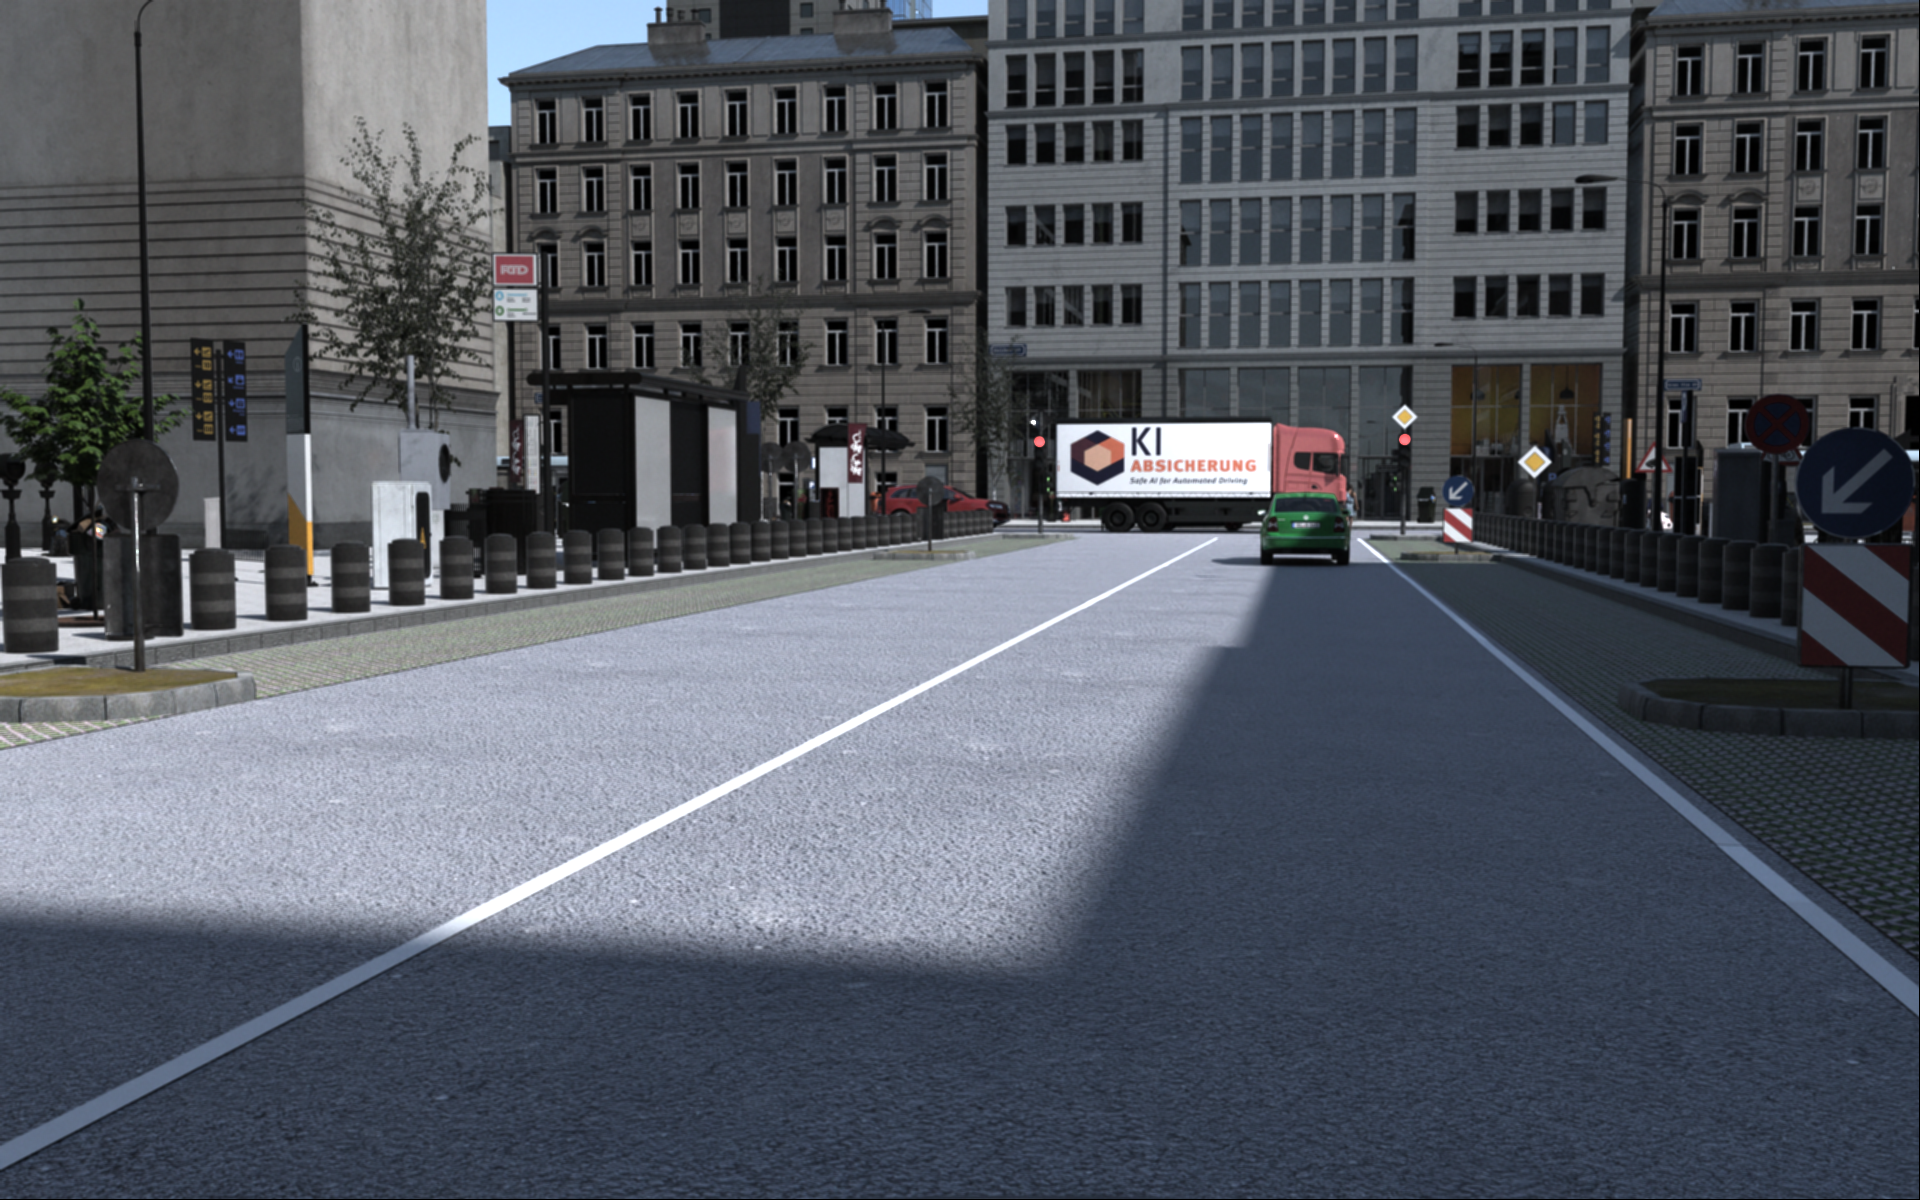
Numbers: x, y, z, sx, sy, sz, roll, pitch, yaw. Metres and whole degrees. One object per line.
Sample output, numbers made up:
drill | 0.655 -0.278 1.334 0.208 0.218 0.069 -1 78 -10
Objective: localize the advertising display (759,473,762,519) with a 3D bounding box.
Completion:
advertising display | -5.795 -2.520 46.418 0.974 1.923 0.123 1 4 12

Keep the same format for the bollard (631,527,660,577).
bollard | -4.992 -0.757 27.097 0.404 0.777 0.398 0 3 0

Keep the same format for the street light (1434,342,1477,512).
street light | 15.210 -4.925 53.071 1.470 5.913 1.316 1 4 11

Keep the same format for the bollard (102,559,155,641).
bollard | -7.334 -0.034 15.279 0.404 0.777 0.398 0 3 0

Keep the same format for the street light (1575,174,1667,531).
street light | 9.624 -3.221 25.210 1.470 5.913 1.316 1 4 11

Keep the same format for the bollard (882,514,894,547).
bollard | -1.929 -1.700 42.516 0.404 0.777 0.398 0 3 0

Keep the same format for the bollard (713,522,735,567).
bollard | -4.280 -0.975 30.656 0.404 0.777 0.398 0 3 0

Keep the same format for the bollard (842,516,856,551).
bollard | -2.633 -1.483 38.965 0.404 0.777 0.398 0 3 0

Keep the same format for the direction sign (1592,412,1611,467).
direction sign | 17.707 -3.417 47.865 0.876 3.537 0.379 -3 5 -40

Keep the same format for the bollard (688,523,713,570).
bollard | -4.515 -0.903 29.476 0.404 0.777 0.398 0 3 0

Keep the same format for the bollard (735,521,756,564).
bollard | -4.048 -1.047 31.835 0.404 0.777 0.398 0 3 0

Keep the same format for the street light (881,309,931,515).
street light | -1.409 -4.349 43.650 1.470 5.913 1.316 1 4 11

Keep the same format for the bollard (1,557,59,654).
bollard | -7.571 0.038 14.100 0.404 0.777 0.398 0 3 0

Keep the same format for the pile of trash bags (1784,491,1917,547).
pile of trash bags | 20.271 -1.835 39.762 3.447 1.369 1.912 3 5 41

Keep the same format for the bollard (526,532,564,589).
bollard | -5.696 -0.540 23.554 0.404 0.777 0.398 0 3 0

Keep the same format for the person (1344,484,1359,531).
person | 14.950 -3.530 66.316 0.616 1.811 0.778 1 4 17

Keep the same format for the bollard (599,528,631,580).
bollard | -5.223 -0.685 25.917 0.404 0.777 0.398 0 3 0

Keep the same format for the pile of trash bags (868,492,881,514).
pile of trash bags | -4.894 -4.251 79.264 1.912 1.369 3.447 3 5 42

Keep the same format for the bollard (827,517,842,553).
bollard | -2.873 -1.409 37.760 0.404 0.777 0.398 0 3 0

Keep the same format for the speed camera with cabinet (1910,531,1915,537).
speed camera with cabinet | 29.261 -3.475 51.150 2.038 3.252 0.660 2 4 29

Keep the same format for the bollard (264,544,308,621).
bollard | -6.865 -0.179 17.636 0.404 0.777 0.398 0 3 0

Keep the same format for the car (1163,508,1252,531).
car | 9.378 -3.568 68.123 4.222 1.686 2.009 1 4 13

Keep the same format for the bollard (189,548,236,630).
bollard | -7.102 -0.106 16.458 0.404 0.777 0.398 0 3 0

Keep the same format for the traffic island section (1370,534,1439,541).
traffic island section | 13.934 -1.965 54.407 2.009 0.180 2.903 1 4 11

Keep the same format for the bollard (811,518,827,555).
bollard | -3.105 -1.337 36.574 0.404 0.777 0.398 0 3 0

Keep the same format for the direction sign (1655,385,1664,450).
direction sign | 14.634 -2.709 36.292 0.379 3.537 0.876 2 4 29

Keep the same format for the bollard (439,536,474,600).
bollard | -6.160 -0.396 21.190 0.404 0.777 0.398 0 3 0

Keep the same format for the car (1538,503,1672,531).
car | 23.853 -3.172 64.227 4.827 1.381 2.083 1 4 12

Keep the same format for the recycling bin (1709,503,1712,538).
recycling bin | 20.668 -2.099 46.871 0.722 1.027 0.722 2 4 24

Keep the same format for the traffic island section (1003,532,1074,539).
traffic island section | 2.614 -2.102 56.652 2.009 0.180 2.903 1 4 11

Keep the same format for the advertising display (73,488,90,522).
advertising display | -12.731 -1.218 25.130 0.123 1.923 0.974 -1 4 -21

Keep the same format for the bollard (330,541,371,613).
bollard | -6.627 -0.251 18.829 0.404 0.777 0.398 0 3 0

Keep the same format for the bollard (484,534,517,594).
bollard | -5.930 -0.468 22.370 0.404 0.777 0.398 0 3 0

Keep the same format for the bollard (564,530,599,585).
bollard | -5.457 -0.613 24.732 0.404 0.777 0.398 0 3 0

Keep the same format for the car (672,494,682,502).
car | -11.695 -3.371 66.915 4.920 1.459 2.131 1 4 11

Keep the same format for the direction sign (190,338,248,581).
direction sign | -10.895 -2.052 25.544 0.379 3.537 0.876 2 4 32

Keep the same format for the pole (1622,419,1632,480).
pole | 18.057 -3.247 46.932 0.158 3.312 0.155 0 3 0

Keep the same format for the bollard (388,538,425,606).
bollard | -6.395 -0.324 20.012 0.404 0.777 0.398 0 3 0

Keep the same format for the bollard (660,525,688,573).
bollard | -4.749 -0.831 28.297 0.404 0.777 0.398 0 3 0

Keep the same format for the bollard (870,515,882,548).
bollard | -2.163 -1.628 41.337 0.404 0.777 0.398 0 3 0

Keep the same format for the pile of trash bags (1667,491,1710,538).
pile of trash bags | 21.529 -2.470 50.132 3.447 1.369 1.912 -3 5 -39

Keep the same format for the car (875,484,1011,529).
car | -0.662 -3.610 67.699 5.304 1.827 2.281 1 4 9

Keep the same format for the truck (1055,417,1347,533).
truck | 9.247 -4.606 64.229 11.283 4.237 2.839 1 4 10

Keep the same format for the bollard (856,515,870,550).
bollard | -2.391 -1.556 40.157 0.404 0.777 0.398 0 3 0

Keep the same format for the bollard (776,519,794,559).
bollard | -3.582 -1.191 34.193 0.404 0.777 0.398 0 3 0

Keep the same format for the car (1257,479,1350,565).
car | 7.239 -1.692 36.455 1.959 1.807 4.718 1 4 10

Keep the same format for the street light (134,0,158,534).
street light | -6.932 -2.643 15.755 1.470 5.913 1.316 1 4 11

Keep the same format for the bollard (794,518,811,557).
bollard | -3.341 -1.265 35.395 0.404 0.777 0.398 0 3 0

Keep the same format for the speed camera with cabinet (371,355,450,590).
speed camera with cabinet | -7.607 -1.818 24.063 0.660 3.252 2.038 0 4 -2

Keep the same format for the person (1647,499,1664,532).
person | 23.101 -2.826 57.405 0.574 1.496 0.600 2 4 35

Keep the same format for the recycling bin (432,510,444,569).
recycling bin | -9.315 -1.043 29.600 0.722 1.027 0.722 3 4 39

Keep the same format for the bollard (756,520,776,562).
bollard | -3.811 -1.119 33.013 0.404 0.777 0.398 0 3 0
